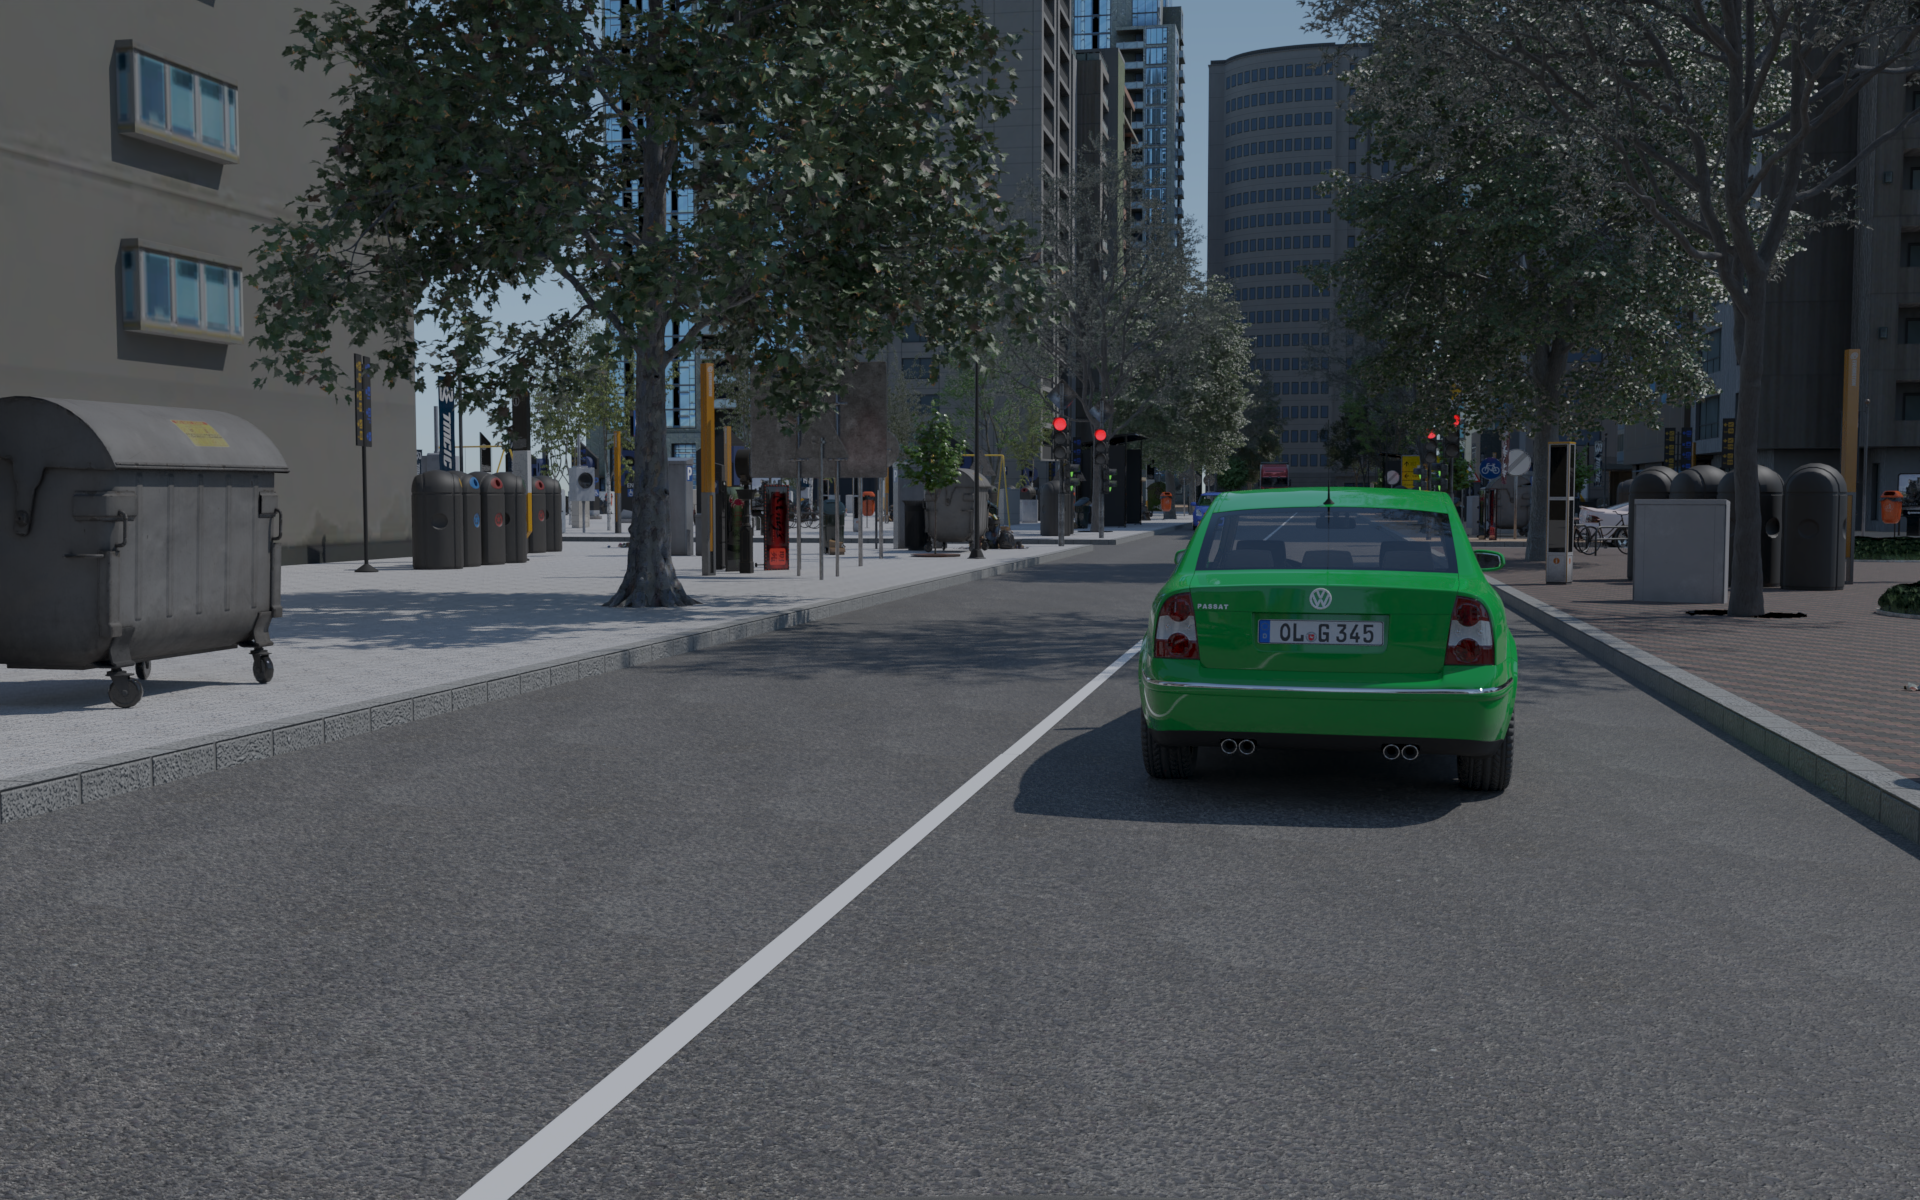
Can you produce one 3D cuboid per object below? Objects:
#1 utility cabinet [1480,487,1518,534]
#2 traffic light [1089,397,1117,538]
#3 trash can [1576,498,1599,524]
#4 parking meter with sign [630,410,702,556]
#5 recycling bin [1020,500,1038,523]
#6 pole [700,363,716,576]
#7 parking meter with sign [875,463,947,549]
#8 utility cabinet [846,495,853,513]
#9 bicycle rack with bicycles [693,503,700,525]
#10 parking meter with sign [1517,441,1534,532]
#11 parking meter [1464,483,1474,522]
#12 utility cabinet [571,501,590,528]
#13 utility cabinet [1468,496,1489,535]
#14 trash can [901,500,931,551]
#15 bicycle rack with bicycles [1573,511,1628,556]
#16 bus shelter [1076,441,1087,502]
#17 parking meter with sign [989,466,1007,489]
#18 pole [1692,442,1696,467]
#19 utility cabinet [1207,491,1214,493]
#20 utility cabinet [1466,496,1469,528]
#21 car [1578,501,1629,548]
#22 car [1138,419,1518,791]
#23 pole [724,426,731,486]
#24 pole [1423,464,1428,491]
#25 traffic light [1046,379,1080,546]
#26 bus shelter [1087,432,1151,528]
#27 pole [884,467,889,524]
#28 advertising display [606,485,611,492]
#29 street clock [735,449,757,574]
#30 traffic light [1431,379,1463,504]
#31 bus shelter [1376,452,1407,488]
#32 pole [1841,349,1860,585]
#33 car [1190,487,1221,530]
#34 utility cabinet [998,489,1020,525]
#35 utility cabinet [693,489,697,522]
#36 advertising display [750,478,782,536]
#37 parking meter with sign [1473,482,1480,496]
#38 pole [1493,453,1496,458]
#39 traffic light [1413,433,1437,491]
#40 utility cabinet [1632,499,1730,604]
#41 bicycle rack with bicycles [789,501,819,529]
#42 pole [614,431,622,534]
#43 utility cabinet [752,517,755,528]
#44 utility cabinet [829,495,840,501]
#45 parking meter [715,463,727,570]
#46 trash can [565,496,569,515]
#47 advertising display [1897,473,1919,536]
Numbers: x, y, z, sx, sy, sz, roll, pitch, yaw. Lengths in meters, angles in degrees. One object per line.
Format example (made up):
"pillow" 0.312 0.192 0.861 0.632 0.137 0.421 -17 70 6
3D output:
"utility cabinet" 17.345 -2.880 55.772 0.318 1.500 1.173 -3 5 -44
"traffic light" 4.126 -3.749 50.218 0.839 4.253 0.868 1 4 12
"trash can" 21.300 -2.886 58.837 0.748 1.137 0.748 0 3 0
"parking meter with sign" -5.944 -2.436 36.093 1.738 3.016 0.543 1 4 13
"recycling bin" 3.070 -3.968 77.424 0.722 1.027 0.722 0 4 -8
"pole" -3.948 -2.036 27.129 0.158 3.312 0.155 0 3 0
"parking meter with sign" -1.172 -2.707 40.526 1.738 3.016 0.543 -1 4 -20
"utility cabinet" -7.125 -6.367 115.255 1.020 1.237 0.306 2 4 35
"bicycle rack with bicycles" -11.863 -3.562 71.626 2.852 0.926 2.925 0 4 5
"parking meter with sign" 18.791 -3.710 56.917 0.543 3.016 1.738 0 4 -2
"parking meter" 23.681 -4.579 80.572 0.399 1.863 0.255 0 4 -7
"utility cabinet" -14.320 -3.470 65.421 0.318 1.500 1.173 0 4 7
"utility cabinet" 16.464 -2.659 54.636 0.306 1.237 1.020 3 4 37
"trash can" -0.961 -1.698 39.422 0.748 1.137 0.748 0 3 0
"bicycle rack with bicycles" 13.306 -1.450 37.095 2.925 0.926 2.852 -2 4 -28
"bus shelter" 6.318 -5.165 75.735 1.731 3.624 6.357 1 4 12
"parking meter with sign" 2.077 -6.906 109.170 1.738 3.016 0.543 -1 4 -15
"pole" 28.840 -4.549 68.214 0.158 3.312 0.155 0 3 0
"utility cabinet" 17.920 -7.012 123.325 0.318 1.500 1.173 2 4 31
"utility cabinet" 19.552 -3.351 65.946 0.306 1.237 1.020 2 4 31
"car" 18.240 -1.936 44.010 4.827 1.381 2.083 1 4 12
"car" 2.126 -0.066 9.869 1.959 1.807 4.718 1 4 14
"pole" -7.001 -3.572 52.240 0.158 3.312 0.155 0 3 0
"pole" 15.142 -3.816 56.240 0.158 3.312 0.155 0 3 0
"traffic light" 2.505 -3.271 42.399 0.839 4.253 0.868 1 4 12
"bus shelter" 6.467 -4.765 69.186 1.731 3.624 6.357 1 4 12
"pole" -3.201 -4.992 75.464 0.158 3.312 0.155 0 3 0
"advertising display" -24.036 -6.919 118.338 0.123 1.923 0.974 -2 4 -24
"street clock" -3.453 -1.432 27.988 0.358 2.002 0.471 1 4 11
"traffic light" 11.479 -3.158 40.561 0.839 4.253 0.868 1 4 12
"bus shelter" 24.792 -6.601 99.204 1.731 3.624 6.357 1 4 12
"pole" 12.589 -1.877 24.532 0.158 3.312 0.155 0 3 0
"car" 10.210 -3.649 69.250 1.945 1.707 3.694 1 4 10
"utility cabinet" 2.016 -3.838 71.426 0.318 1.500 1.173 2 4 35
"utility cabinet" -11.997 -4.287 78.765 0.318 1.500 1.173 3 4 37
"advertising display" -5.981 -2.951 53.465 0.974 1.923 0.123 -1 4 -17
"parking meter with sign" 28.830 -6.154 96.886 1.738 3.016 0.543 -1 4 -20
"pole" 26.231 -5.579 85.062 0.158 3.312 0.155 0 3 0
"traffic light" 13.101 -3.637 48.381 0.839 4.253 0.868 1 4 12
"utility cabinet" 8.575 -0.577 20.602 1.020 1.237 0.306 2 4 32
"bicycle rack with bicycles" -5.958 -3.115 64.320 2.925 0.926 2.852 0 4 -3
"pole" -11.133 -3.820 56.308 0.158 3.312 0.155 0 3 0
"utility cabinet" -8.287 -3.441 64.932 1.173 1.500 0.318 -2 4 -28
"utility cabinet" -9.078 -6.962 124.986 1.020 1.237 0.306 3 5 44
"parking meter" -4.162 -1.447 29.365 0.399 1.863 0.255 0 4 4
"trash can" -23.813 -5.653 104.081 0.748 1.137 0.748 0 3 0
"advertising display" 29.143 -2.916 52.891 0.123 1.923 0.974 -3 5 -39
